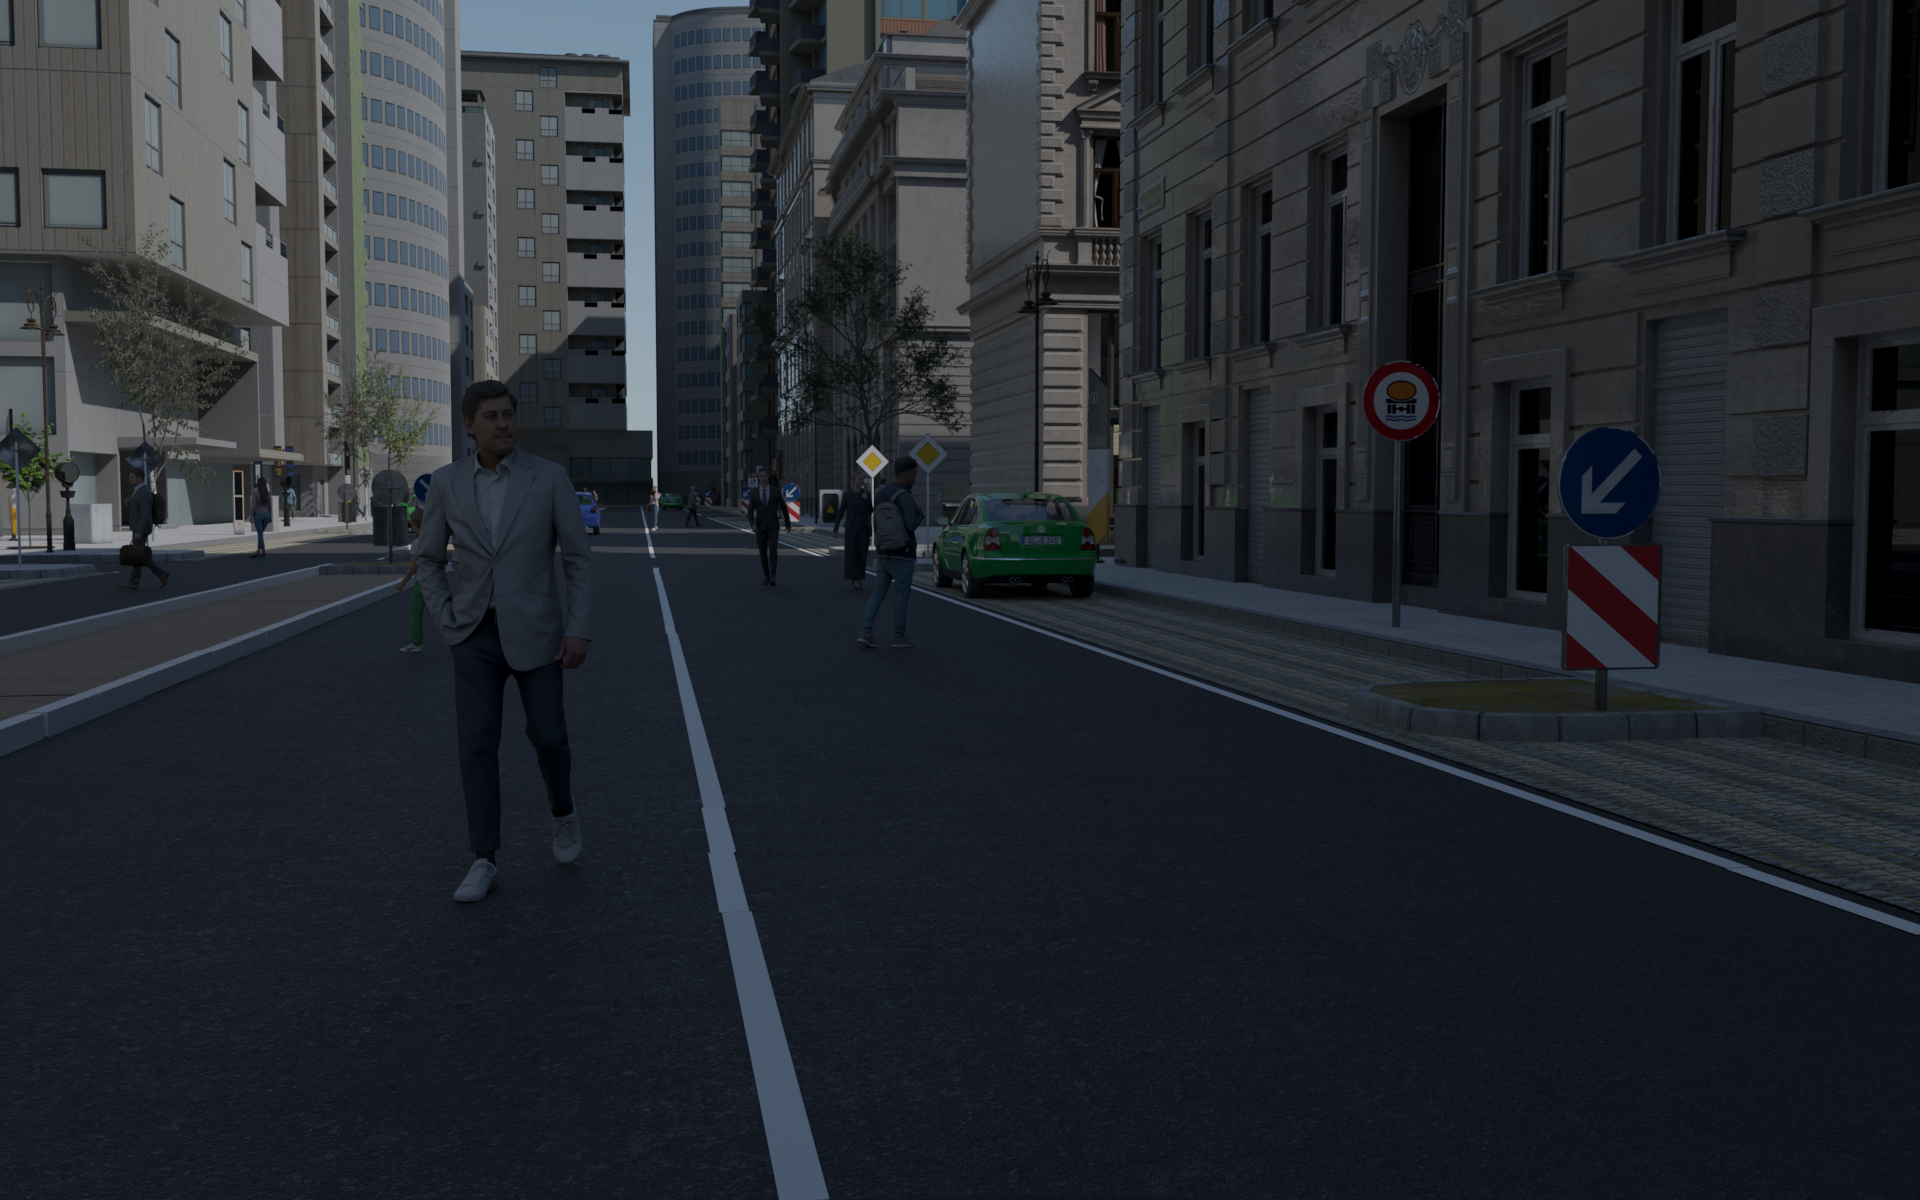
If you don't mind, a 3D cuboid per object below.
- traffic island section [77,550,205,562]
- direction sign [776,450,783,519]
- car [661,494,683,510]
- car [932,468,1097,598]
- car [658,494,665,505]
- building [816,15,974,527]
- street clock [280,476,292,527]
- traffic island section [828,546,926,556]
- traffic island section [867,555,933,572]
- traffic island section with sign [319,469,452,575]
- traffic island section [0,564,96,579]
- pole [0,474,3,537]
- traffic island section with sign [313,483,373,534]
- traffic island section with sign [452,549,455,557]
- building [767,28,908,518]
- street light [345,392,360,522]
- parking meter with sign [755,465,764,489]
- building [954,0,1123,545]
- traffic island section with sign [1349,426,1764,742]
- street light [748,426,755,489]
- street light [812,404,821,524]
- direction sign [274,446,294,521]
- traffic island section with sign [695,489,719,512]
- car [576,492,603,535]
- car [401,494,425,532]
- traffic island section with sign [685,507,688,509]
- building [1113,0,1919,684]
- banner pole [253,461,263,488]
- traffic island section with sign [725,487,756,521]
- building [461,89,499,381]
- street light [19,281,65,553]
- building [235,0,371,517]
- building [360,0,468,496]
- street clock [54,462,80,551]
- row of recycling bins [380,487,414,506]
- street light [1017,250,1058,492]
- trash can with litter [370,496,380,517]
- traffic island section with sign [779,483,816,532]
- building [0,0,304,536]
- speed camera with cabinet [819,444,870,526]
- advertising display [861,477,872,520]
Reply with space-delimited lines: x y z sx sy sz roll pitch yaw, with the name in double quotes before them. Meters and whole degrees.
"traffic island section" -17.898 -0.967 38.084 2.009 0.180 2.903 -1 4 -10
"direction sign" -9.287 -5.949 89.265 0.379 3.537 0.876 -2 4 -29
"car" -25.608 -8.893 154.194 1.959 1.807 4.718 -1 4 -11
"car" 0.710 -1.001 25.168 1.959 1.807 4.718 -1 4 -9
"car" -32.084 -10.936 187.601 1.959 1.807 4.718 -1 4 -9
"building" 1.283 -14.540 79.534 13.314 21.916 24.055 -1 4 -10
"street clock" -26.553 -3.896 68.274 0.358 2.002 0.471 1 4 9
"traffic island section" -2.026 -1.146 41.016 2.009 0.180 2.903 -1 4 -10
"traffic island section" -0.568 -0.666 33.164 2.009 0.180 2.903 -1 4 -10
"traffic island section with sign" -10.479 -1.434 31.574 2.006 1.907 1.989 -1 4 -10
"traffic island section" -16.440 -0.486 30.233 2.009 0.180 2.903 -1 4 -10
"pole" -28.743 -3.538 51.692 0.158 3.312 0.155 0 3 0
"traffic island section with sign" -22.082 -3.285 62.333 1.989 1.847 2.006 -1 4 -10
"traffic island section with sign" -11.822 -1.879 38.859 2.006 1.907 1.989 -1 4 -10
"building" -4.293 -18.717 103.288 12.463 27.353 25.104 -1 4 -10
"street light" -27.599 -6.487 78.847 0.468 5.910 1.993 -1 4 -10
"parking meter with sign" -12.076 -6.637 104.781 0.543 3.016 1.738 -1 4 -10
"building" 10.211 -13.420 48.291 19.941 23.489 11.050 -1 4 -10
"traffic island section with sign" 3.569 -0.139 10.908 1.989 1.847 2.006 -1 4 -10
"street light" -13.832 -8.685 114.788 0.468 5.910 1.993 -1 4 -10
"street light" -6.197 -6.219 74.475 0.468 5.910 1.993 -1 4 -10
"direction sign" -31.745 -5.467 81.375 0.876 3.537 0.379 -1 4 -10
"traffic island section with sign" -20.762 -8.150 141.878 1.989 1.847 2.006 -1 4 -10
"car" -13.815 -3.222 62.267 1.945 1.707 3.694 -1 4 -11
"car" -19.769 -3.418 64.673 1.959 1.807 4.718 -1 4 -9
"traffic island section with sign" -25.719 -9.782 168.561 1.989 1.847 2.006 -1 4 -10
"building" 10.550 -13.606 19.725 12.463 27.353 25.104 -1 4 -10
"banner pole" -35.327 -5.918 86.776 0.863 3.779 0.401 -3 5 -39
"traffic island section with sign" -11.442 -5.081 91.706 1.989 1.847 2.006 -1 4 -10
"building" -54.560 -30.145 176.458 14.086 41.232 14.154 -1 4 -10
"street light" -19.965 -3.977 37.816 0.468 5.910 1.993 -1 4 -10
"building" -41.425 -25.238 96.235 14.154 41.232 14.086 -1 4 -10
"building" -47.424 -35.492 122.299 21.231 58.520 28.212 -1 4 -10
"street clock" -20.247 -2.125 39.314 0.358 2.002 0.471 2 4 30
"row of recycling bins" -33.199 -5.869 103.070 1.069 1.692 3.534 2 4 28
"street light" 1.468 -3.686 33.058 0.468 5.910 1.993 -1 4 -10
"trash can with litter" -32.632 -5.229 96.878 0.624 1.170 1.055 -2 4 -28
"traffic island section with sign" -6.527 -3.460 65.201 1.989 1.847 2.006 -1 4 -10
"building" -40.773 -28.930 62.249 28.713 52.752 27.495 -1 4 -10
"speed camera with cabinet" -4.572 -4.561 68.905 2.038 3.252 0.660 0 3 0
"advertising display" -3.559 -3.742 66.401 0.123 1.923 0.974 -3 5 -43
